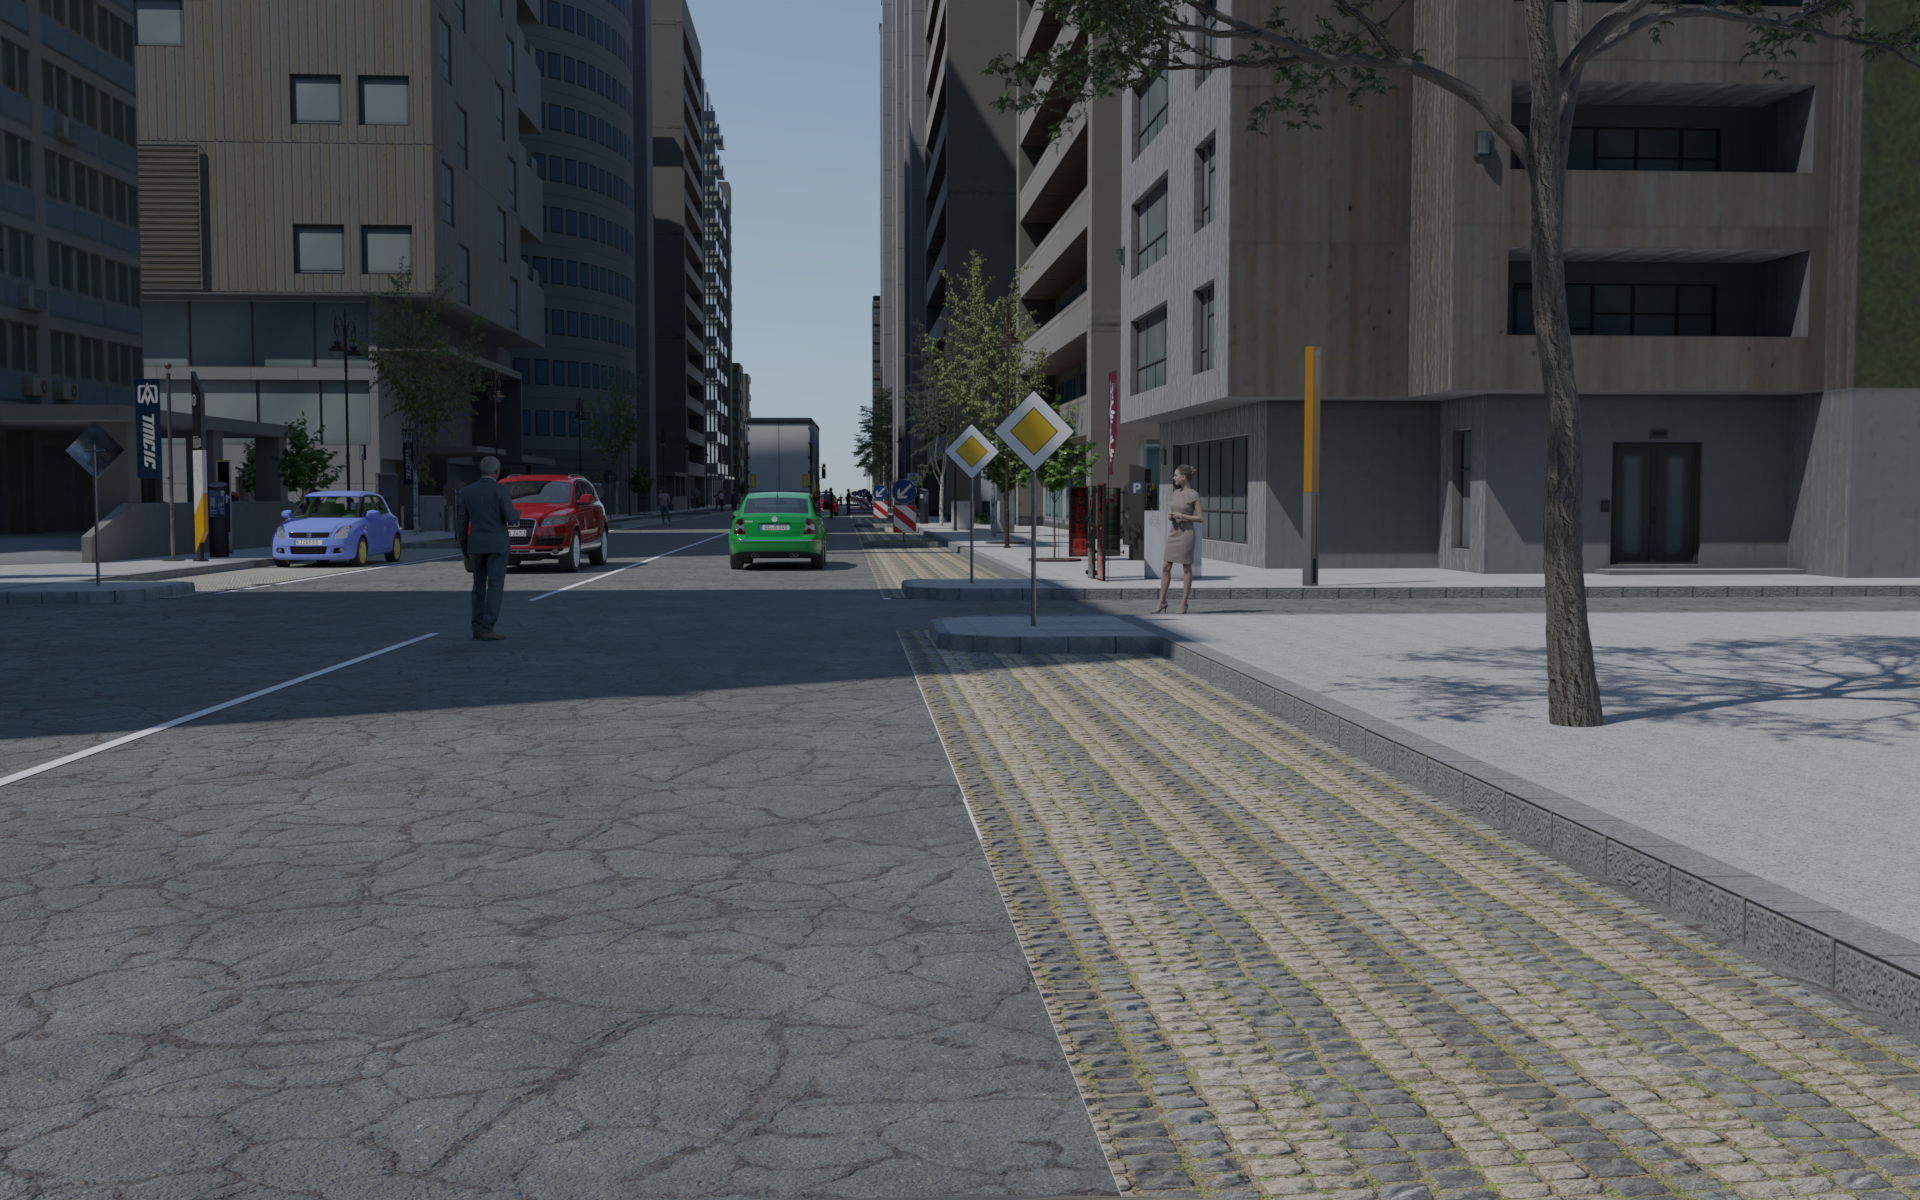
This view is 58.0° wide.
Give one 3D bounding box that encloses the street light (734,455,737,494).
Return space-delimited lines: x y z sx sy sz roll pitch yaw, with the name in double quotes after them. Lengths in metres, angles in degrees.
-26.273 -14.072 202.859 0.468 5.910 1.993 0 4 -4 "street light"

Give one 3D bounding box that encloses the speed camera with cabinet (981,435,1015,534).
1.244 -3.832 56.983 0.660 3.252 2.038 1 4 18 "speed camera with cabinet"

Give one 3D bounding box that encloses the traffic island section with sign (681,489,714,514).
-18.788 -7.013 123.289 1.989 1.847 2.006 0 4 -4 "traffic island section with sign"

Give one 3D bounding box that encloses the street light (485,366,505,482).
-16.719 -5.487 62.505 0.468 5.910 1.993 0 4 -4 "street light"

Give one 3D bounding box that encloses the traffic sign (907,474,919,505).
-2.283 -5.039 84.514 0.606 2.300 0.079 0 4 5 "traffic sign"

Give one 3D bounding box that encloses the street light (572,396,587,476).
-17.932 -6.665 81.763 0.468 5.910 1.993 0 4 -4 "street light"

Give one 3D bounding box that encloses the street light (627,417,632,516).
-19.240 -7.822 100.679 0.468 5.910 1.993 0 4 -4 "street light"

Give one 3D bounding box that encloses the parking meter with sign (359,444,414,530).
-20.314 -3.985 61.421 1.738 3.016 0.543 -2 4 -34 "parking meter with sign"

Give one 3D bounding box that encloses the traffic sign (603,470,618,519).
-18.183 -5.502 90.057 0.768 2.556 0.104 0 4 5 "traffic sign"

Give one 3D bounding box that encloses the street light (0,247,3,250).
-13.957 -3.149 24.279 0.468 5.910 1.993 0 4 -4 "street light"

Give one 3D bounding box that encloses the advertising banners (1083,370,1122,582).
2.086 -1.796 25.551 0.090 3.025 2.074 0 4 -6 "advertising banners"

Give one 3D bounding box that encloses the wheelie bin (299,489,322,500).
-23.304 -3.324 62.259 0.693 1.594 0.980 -3 5 -41 "wheelie bin"

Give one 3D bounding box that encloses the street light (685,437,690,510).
-21.886 -10.186 139.324 0.468 5.910 1.993 0 4 -4 "street light"

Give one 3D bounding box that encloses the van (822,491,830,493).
-17.714 -13.632 229.894 2.013 2.044 4.112 0 4 -4 "van"

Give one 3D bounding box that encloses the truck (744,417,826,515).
-6.890 -4.894 68.933 2.839 4.237 11.283 0 4 -3 "truck"

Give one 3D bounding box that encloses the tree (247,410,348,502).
-15.112 -2.764 39.794 1.663 3.219 1.824 0 3 0 "tree"

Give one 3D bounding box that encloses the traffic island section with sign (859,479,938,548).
-1.633 -2.329 46.702 1.989 1.847 2.006 0 4 -4 "traffic island section with sign"

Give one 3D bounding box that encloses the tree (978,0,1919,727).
3.149 -4.594 9.533 7.601 10.594 8.767 2 4 31 "tree"

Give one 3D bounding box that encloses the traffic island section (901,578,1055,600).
0.189 -0.157 24.852 2.009 0.180 2.903 0 4 -4 "traffic island section"

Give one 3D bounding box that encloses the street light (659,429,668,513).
-20.579 -9.016 120.206 0.468 5.910 1.993 0 4 -4 "street light"

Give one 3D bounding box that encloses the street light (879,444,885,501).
-6.793 -11.240 156.565 0.468 5.910 1.993 0 4 -4 "street light"

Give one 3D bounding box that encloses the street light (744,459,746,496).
-27.572 -15.261 222.296 0.468 5.910 1.993 0 4 -4 "street light"

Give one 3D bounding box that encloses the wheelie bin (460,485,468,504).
-16.933 -3.195 60.149 0.980 1.594 0.693 2 4 28 "wheelie bin"

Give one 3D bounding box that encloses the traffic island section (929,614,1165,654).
0.735 0.330 16.886 2.009 0.180 2.903 0 4 -4 "traffic island section"

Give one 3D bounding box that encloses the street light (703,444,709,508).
-23.304 -11.411 159.365 0.468 5.910 1.993 0 4 -4 "street light"

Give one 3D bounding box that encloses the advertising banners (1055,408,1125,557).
2.466 -2.396 35.358 2.074 3.025 0.090 -2 4 -27 "advertising banners"

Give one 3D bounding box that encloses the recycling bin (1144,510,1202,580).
3.246 -0.845 26.363 0.722 1.027 0.722 2 4 24 "recycling bin"

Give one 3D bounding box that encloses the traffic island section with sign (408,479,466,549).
-13.510 -2.299 46.213 1.989 1.847 2.006 0 4 -4 "traffic island section with sign"

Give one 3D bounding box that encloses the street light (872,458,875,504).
-9.840 -13.909 200.204 0.468 5.910 1.993 0 4 -4 "street light"

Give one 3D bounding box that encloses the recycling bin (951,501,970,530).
0.103 -3.078 62.886 0.722 1.027 0.722 1 4 11 "recycling bin"

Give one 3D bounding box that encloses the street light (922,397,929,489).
-1.575 -6.567 80.164 0.468 5.910 1.993 0 4 -4 "street light"

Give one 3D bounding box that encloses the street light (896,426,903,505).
-4.111 -8.892 118.165 0.468 5.910 1.993 0 4 -4 "street light"

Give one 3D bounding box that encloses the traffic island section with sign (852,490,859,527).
-3.550 -4.028 74.490 1.989 1.847 2.006 0 4 -4 "traffic island section with sign"

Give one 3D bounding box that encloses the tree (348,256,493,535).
-16.987 -6.379 54.654 4.737 8.622 4.395 0 3 0 "tree"

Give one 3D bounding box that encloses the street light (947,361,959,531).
-0.162 -5.349 60.252 0.468 5.910 1.993 0 4 -4 "street light"

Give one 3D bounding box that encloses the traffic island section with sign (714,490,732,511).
-20.642 -8.658 150.180 1.989 1.847 2.006 0 4 -4 "traffic island section with sign"

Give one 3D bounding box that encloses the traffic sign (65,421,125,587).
-11.951 -1.243 23.966 0.795 2.450 0.064 0 4 -4 "traffic sign"

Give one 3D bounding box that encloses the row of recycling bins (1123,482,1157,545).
5.872 -2.240 43.730 3.534 1.692 1.069 0 4 -1 "row of recycling bins"

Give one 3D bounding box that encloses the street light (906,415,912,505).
-2.877 -7.749 99.483 0.468 5.910 1.993 0 4 -4 "street light"

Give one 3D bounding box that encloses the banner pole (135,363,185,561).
-15.301 -2.632 33.053 0.863 3.779 0.401 0 4 -3 "banner pole"

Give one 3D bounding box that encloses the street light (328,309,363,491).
-15.351 -4.318 43.391 0.468 5.910 1.993 0 4 -4 "street light"

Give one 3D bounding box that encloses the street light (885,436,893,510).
-5.511 -10.060 137.276 0.468 5.910 1.993 0 4 -4 "street light"

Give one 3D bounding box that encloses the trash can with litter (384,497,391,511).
-30.711 -5.001 93.151 1.055 1.170 0.624 0 4 8 "trash can with litter"

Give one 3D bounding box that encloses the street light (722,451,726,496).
-24.934 -12.877 183.325 0.468 5.910 1.993 0 4 -4 "street light"

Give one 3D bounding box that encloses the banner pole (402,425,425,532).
-18.373 -4.164 58.096 0.863 3.779 0.401 2 4 24 "banner pole"

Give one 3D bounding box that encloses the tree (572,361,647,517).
-19.202 -8.927 96.325 4.737 8.622 4.395 0 3 0 "tree"

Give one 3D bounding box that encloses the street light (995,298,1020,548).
1.120 -4.172 41.007 0.468 5.910 1.993 0 4 -4 "street light"

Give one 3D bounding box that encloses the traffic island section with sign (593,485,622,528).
-15.353 -3.944 73.105 1.989 1.847 2.006 0 4 -4 "traffic island section with sign"

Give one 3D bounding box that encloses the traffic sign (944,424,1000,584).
0.166 -1.292 24.773 0.795 2.450 0.064 0 4 -4 "traffic sign"

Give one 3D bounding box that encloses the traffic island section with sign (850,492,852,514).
-6.974 -7.082 124.410 1.989 1.847 2.006 0 4 -4 "traffic island section with sign"

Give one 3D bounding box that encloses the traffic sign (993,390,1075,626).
0.712 -0.805 16.807 0.795 2.450 0.064 0 4 -4 "traffic sign"

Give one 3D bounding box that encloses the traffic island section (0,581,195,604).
-11.974 -0.107 24.026 2.009 0.180 2.903 0 4 -4 "traffic island section"
